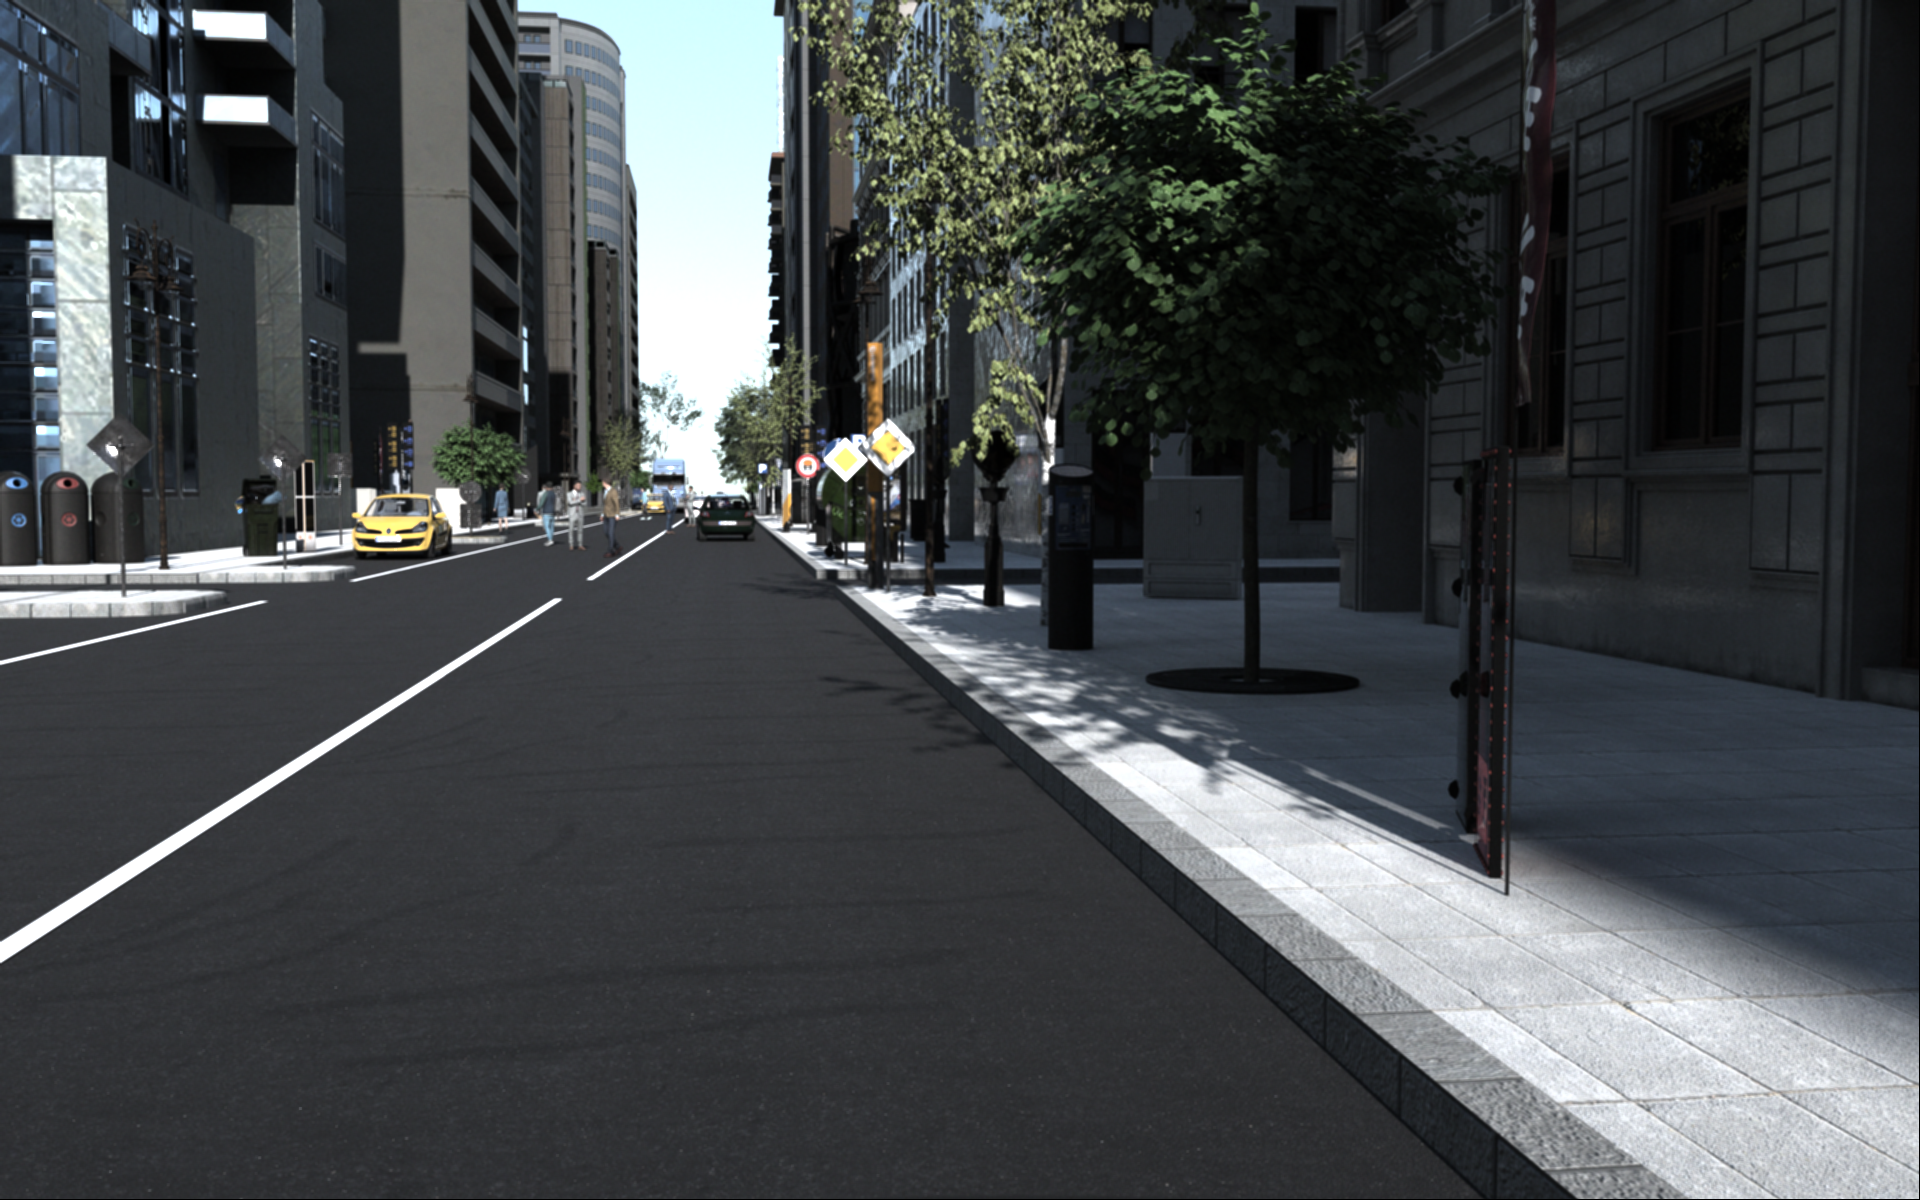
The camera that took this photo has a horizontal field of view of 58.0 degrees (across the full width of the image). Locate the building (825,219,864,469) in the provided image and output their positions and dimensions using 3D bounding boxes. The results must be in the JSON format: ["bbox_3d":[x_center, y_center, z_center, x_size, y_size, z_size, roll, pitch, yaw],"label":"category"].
[{"bbox_3d":[0.750,-14.131,98.498,16.820,18.784,16.811,0,4,-8],"label":"building"}]

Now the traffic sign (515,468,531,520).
[{"bbox_3d":[-21.479,-5.201,85.148,0.768,2.556,0.104,0,4,-2],"label":"traffic sign"}]

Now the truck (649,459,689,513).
[{"bbox_3d":[-22.898,-9.023,137.285,2.967,4.110,18.799,-1,4,-8],"label":"truck"}]

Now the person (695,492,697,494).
[{"bbox_3d":[-36.306,-13.974,237.759,1.217,1.735,0.721,-2,4,-35],"label":"person"}]

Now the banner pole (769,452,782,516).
[{"bbox_3d":[-10.800,-6.820,101.519,0.863,3.779,0.401,-1,4,-12],"label":"banner pole"}]

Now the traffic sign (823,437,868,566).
[{"bbox_3d":[-2.024,-1.654,30.679,0.795,2.450,0.064,0,4,-8],"label":"traffic sign"}]

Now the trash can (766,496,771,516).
[{"bbox_3d":[-11.621,-5.594,103.122,0.748,1.137,0.748,0,3,0],"label":"trash can"}]

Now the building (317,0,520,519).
[{"bbox_3d":[-34.547,-28.398,88.011,21.300,48.544,21.600,0,4,-8],"label":"building"}]

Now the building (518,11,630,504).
[{"bbox_3d":[-52.588,-41.130,214.468,21.231,58.520,28.212,0,4,-8],"label":"building"}]

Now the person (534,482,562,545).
[{"bbox_3d":[-11.496,-2.425,48.493,0.721,1.781,0.623,2,4,29],"label":"person"}]

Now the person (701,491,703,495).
[{"bbox_3d":[-31.745,-12.506,212.974,0.705,1.824,1.348,-1,4,-9],"label":"person"}]

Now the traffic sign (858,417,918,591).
[{"bbox_3d":[-0.948,-1.170,22.766,0.795,2.450,0.064,0,4,-8],"label":"traffic sign"}]

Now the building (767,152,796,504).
[{"bbox_3d":[-13.085,-34.566,219.784,22.147,44.769,28.867,0,4,-8],"label":"building"}]

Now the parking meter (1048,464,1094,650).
[{"bbox_3d":[0.919,-0.363,14.344,0.372,1.533,0.369,0,3,0],"label":"parking meter"}]

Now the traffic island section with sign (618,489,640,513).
[{"bbox_3d":[-24.959,-7.321,128.325,1.989,1.847,2.006,0,4,-8],"label":"traffic island section with sign"}]

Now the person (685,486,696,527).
[{"bbox_3d":[-11.865,-4.117,75.990,0.511,1.800,0.466,2,4,31],"label":"person"}]

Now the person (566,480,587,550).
[{"bbox_3d":[-9.769,-2.174,44.219,0.466,1.800,0.511,3,5,42],"label":"person"}]

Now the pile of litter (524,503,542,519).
[{"bbox_3d":[-21.852,-4.595,89.100,1.176,0.858,1.719,0,4,-6],"label":"pile of litter"}]

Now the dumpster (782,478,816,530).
[{"bbox_3d":[-5.622,-3.396,61.289,1.264,1.857,1.865,0,4,-8],"label":"dumpster"}]

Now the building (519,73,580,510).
[{"bbox_3d":[-48.594,-27.625,143.543,32.217,40.220,23.993,0,4,-8],"label":"building"}]

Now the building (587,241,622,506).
[{"bbox_3d":[-45.730,-25.883,194.895,14.160,30.474,14.107,0,4,-8],"label":"building"}]

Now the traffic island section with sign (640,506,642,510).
[{"bbox_3d":[-28.619,-8.973,155.340,1.989,1.847,2.006,0,4,-8],"label":"traffic island section with sign"}]

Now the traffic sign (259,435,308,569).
[{"bbox_3d":[-11.484,-1.577,29.418,0.795,2.450,0.064,0,4,-8],"label":"traffic sign"}]

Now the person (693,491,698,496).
[{"bbox_3d":[-31.495,-12.026,205.112,1.348,1.826,0.705,1,4,22],"label":"person"}]

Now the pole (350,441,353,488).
[{"bbox_3d":[-23.238,-4.414,66.019,0.158,3.312,0.155,0,3,0],"label":"pole"}]

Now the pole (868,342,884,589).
[{"bbox_3d":[-1.142,-1.809,23.425,0.158,3.312,0.155,0,3,0],"label":"pole"}]

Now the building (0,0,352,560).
[{"bbox_3d":[-29.442,-44.774,44.726,22.319,86.520,31.000,0,4,-8],"label":"building"}]

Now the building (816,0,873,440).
[{"bbox_3d":[-2.246,-28.478,115.729,14.600,45.320,14.200,0,4,-8],"label":"building"}]

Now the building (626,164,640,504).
[{"bbox_3d":[-55.865,-37.692,239.971,21.300,48.544,21.600,0,4,-8],"label":"building"}]

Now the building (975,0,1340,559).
[{"bbox_3d":[9.398,-11.289,39.328,16.860,20.320,10.420,0,4,-8],"label":"building"}]

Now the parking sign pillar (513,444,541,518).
[{"bbox_3d":[-23.366,-6.412,93.305,1.447,3.967,1.447,0,4,-5],"label":"parking sign pillar"}]

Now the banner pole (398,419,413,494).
[{"bbox_3d":[-18.627,-4.177,58.303,0.863,3.779,0.401,2,4,35],"label":"banner pole"}]

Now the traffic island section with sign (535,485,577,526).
[{"bbox_3d":[-18.204,-4.279,78.582,1.989,1.847,2.006,0,4,-8],"label":"traffic island section with sign"}]

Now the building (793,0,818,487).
[{"bbox_3d":[-2.547,-36.370,136.646,21.231,58.520,28.212,0,4,-8],"label":"building"}]

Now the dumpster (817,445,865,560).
[{"bbox_3d":[-2.059,-1.960,34.546,1.502,2.255,1.985,0,4,-8],"label":"dumpster"}]

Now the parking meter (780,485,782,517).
[{"bbox_3d":[-9.867,-5.566,96.715,0.255,1.863,0.399,0,4,4],"label":"parking meter"}]

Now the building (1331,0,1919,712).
[{"bbox_3d":[10.534,-10.636,10.056,11.583,22.565,21.152,0,4,-8],"label":"building"}]

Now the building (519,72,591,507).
[{"bbox_3d":[-42.763,-29.360,163.624,14.154,41.232,14.086,0,4,-8],"label":"building"}]

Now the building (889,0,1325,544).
[{"bbox_3d":[3.714,-12.292,55.718,10.420,20.320,16.860,0,4,-8],"label":"building"}]

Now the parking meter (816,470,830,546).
[{"bbox_3d":[-3.339,-2.252,42.534,0.255,1.863,0.399,2,4,30],"label":"parking meter"}]

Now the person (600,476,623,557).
[{"bbox_3d":[-8.012,-1.913,39.681,0.656,1.842,0.836,1,4,20],"label":"person"}]

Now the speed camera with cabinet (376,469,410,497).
[{"bbox_3d":[-24.360,-4.867,73.917,0.660,3.252,2.038,1,4,22],"label":"speed camera with cabinet"}]

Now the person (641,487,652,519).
[{"bbox_3d":[-17.807,-5.480,98.121,0.620,1.820,0.660,-1,4,-22],"label":"person"}]

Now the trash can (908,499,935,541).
[{"bbox_3d":[-1.054,-2.182,47.328,0.748,1.137,0.748,0,3,0],"label":"trash can"}]

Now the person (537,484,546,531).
[{"bbox_3d":[-16.250,-3.628,67.917,0.635,1.810,0.391,-1,4,-22],"label":"person"}]

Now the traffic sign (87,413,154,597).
[{"bbox_3d":[-10.409,-1.093,21.506,0.795,2.450,0.064,0,4,-8],"label":"traffic sign"}]

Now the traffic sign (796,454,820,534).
[{"bbox_3d":[-4.817,-3.352,54.903,0.768,2.556,0.104,0,4,-2],"label":"traffic sign"}]

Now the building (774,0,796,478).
[{"bbox_3d":[-2.831,-35.238,165.376,28.713,52.752,27.495,0,4,-8],"label":"building"}]

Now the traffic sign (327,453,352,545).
[{"bbox_3d":[-15.498,-2.518,43.304,0.606,2.300,0.079,0,4,-3],"label":"traffic sign"}]

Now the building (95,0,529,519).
[{"bbox_3d":[-40.360,-49.077,115.088,22.319,86.520,31.000,0,4,-8],"label":"building"}]

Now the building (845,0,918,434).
[{"bbox_3d":[1.231,-15.007,74.238,11.050,23.489,19.941,0,4,-8],"label":"building"}]

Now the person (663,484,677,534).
[{"bbox_3d":[-10.481,-3.295,62.555,0.419,1.800,0.721,1,4,21],"label":"person"}]

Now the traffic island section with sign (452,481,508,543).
[{"bbox_3d":[-14.472,-2.606,51.240,1.989,1.847,2.006,0,4,-8],"label":"traffic island section with sign"}]

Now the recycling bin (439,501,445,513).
[{"bbox_3d":[-18.248,-2.884,59.709,0.722,1.027,0.722,3,5,39],"label":"recycling bin"}]

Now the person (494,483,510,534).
[{"bbox_3d":[-16.358,-3.263,61.875,0.581,1.822,0.654,-2,4,-24],"label":"person"}]

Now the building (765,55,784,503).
[{"bbox_3d":[-17.114,-57.214,248.116,22.319,86.520,31.000,0,4,-8],"label":"building"}]

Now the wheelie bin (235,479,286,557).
[{"bbox_3d":[-14.409,-1.703,35.758,0.980,1.594,0.693,-2,4,-31],"label":"wheelie bin"}]
